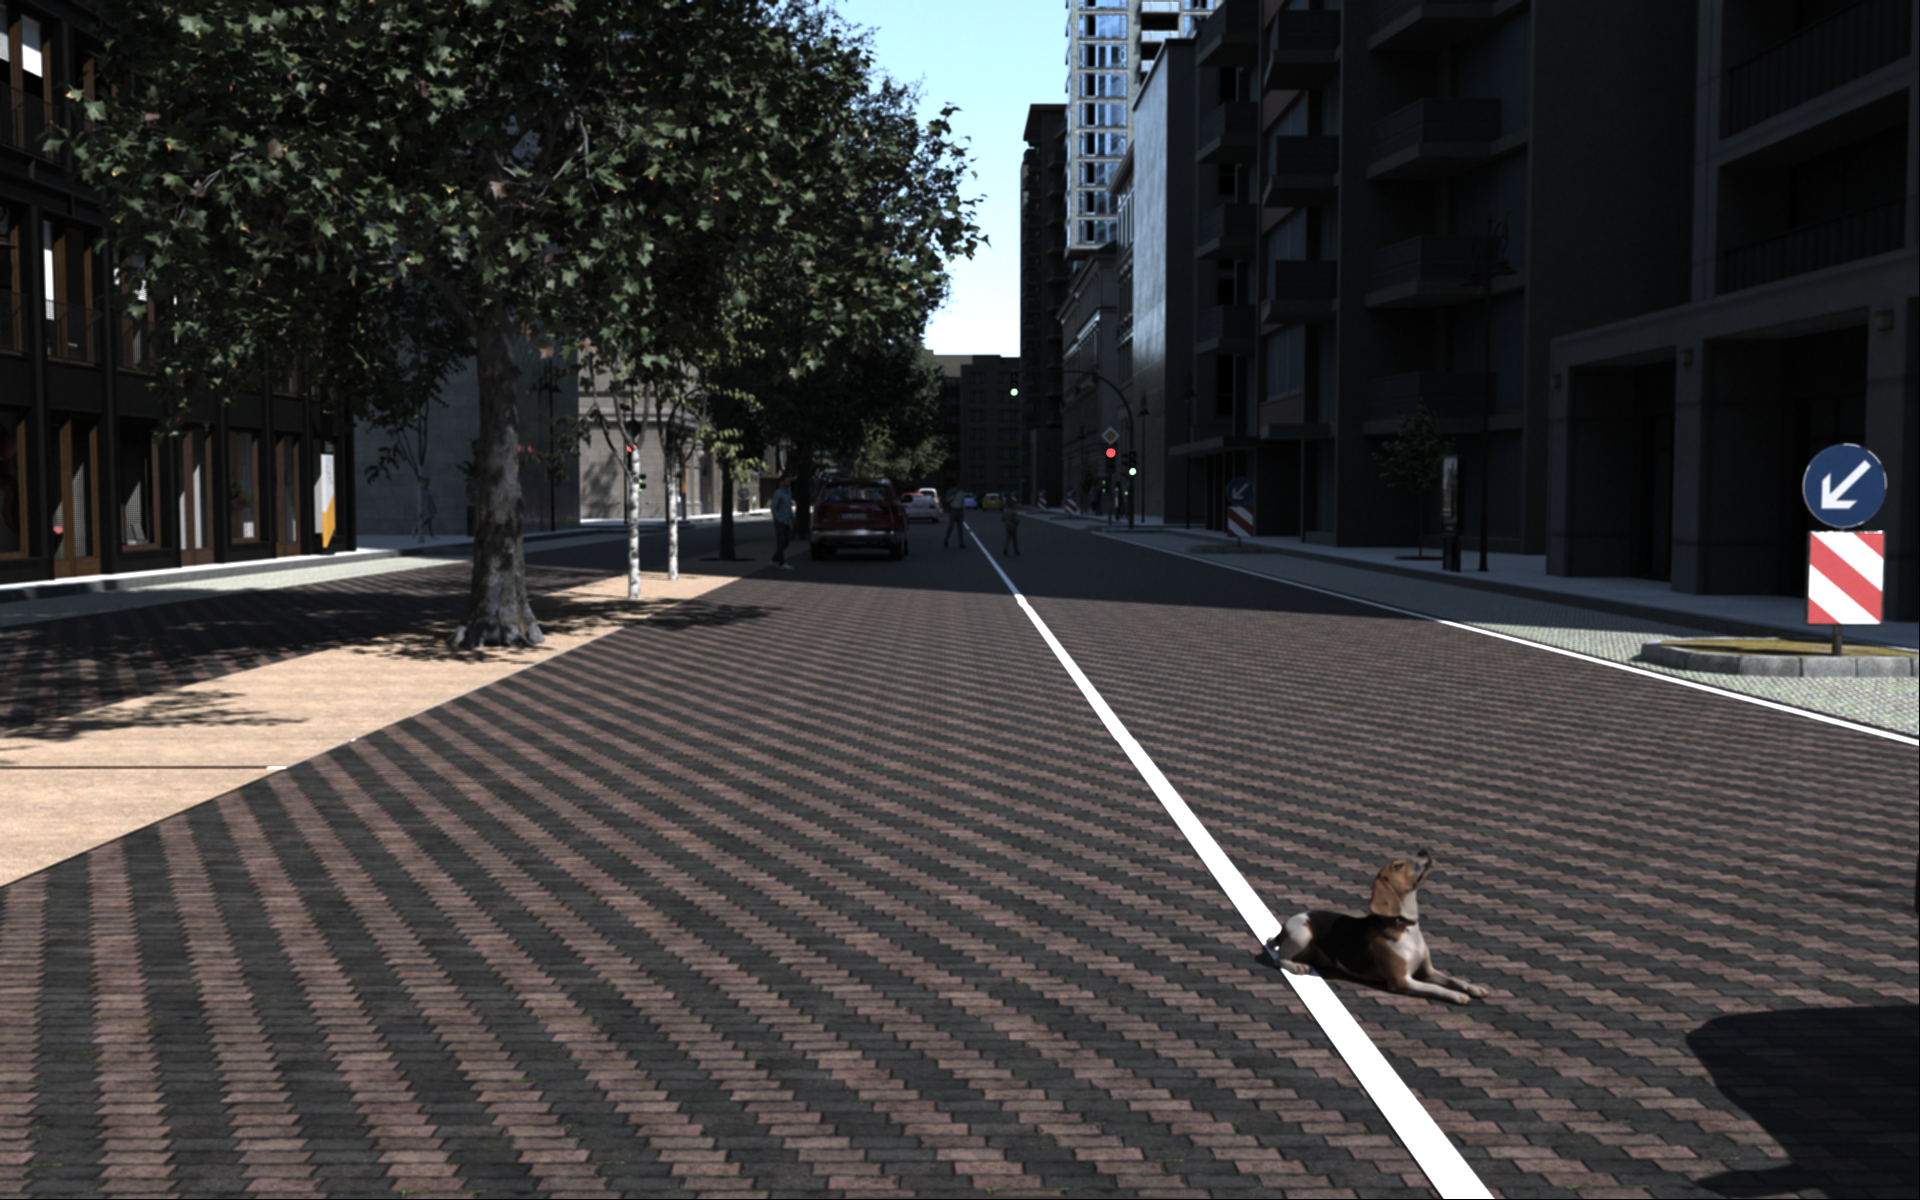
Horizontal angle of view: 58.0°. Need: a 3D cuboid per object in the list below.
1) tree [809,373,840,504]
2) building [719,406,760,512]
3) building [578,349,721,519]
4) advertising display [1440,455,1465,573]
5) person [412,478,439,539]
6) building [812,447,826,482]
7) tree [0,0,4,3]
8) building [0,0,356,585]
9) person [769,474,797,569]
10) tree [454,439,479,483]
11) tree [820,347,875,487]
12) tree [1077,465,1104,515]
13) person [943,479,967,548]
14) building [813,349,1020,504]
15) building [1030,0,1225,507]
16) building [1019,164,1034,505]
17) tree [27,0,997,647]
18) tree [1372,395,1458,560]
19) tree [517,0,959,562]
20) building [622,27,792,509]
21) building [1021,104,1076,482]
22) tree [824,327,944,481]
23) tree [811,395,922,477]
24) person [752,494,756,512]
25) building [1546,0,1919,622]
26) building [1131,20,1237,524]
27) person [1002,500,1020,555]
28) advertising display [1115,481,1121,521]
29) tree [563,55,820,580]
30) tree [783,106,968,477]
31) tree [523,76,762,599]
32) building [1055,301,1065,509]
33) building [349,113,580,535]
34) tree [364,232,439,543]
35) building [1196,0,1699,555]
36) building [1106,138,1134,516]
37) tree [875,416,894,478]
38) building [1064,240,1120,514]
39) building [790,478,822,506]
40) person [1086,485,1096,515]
[{"bbox_3d":[-5.104,-6.622,61.085,4.360,8.622,3.978,0,3,0],"label":"tree"},{"bbox_3d":[-23.425,-17.904,126.014,16.112,22.955,30.059,0,4,-1],"label":"building"},{"bbox_3d":[-19.606,-14.679,90.911,10.553,20.767,40.483,0,4,-1],"label":"building"},{"bbox_3d":[8.166,-1.438,28.723,0.123,1.923,0.974,0,4,0],"label":"advertising display"},{"bbox_3d":[-15.146,-2.582,49.017,0.760,1.731,0.466,-1,4,-9],"label":"person"},{"bbox_3d":[-30.738,-34.037,211.121,28.867,44.769,22.147,0,4,-1],"label":"building"},{"bbox_3d":[-4.618,-4.790,6.532,9.928,11.665,9.643,0,3,0],"label":"tree"},{"bbox_3d":[-19.609,-12.263,30.184,12.332,23.373,15.834,0,4,-1],"label":"building"},{"bbox_3d":[-3.442,-1.515,33.291,0.620,1.820,0.660,1,4,21],"label":"person"},{"bbox_3d":[-14.247,-3.541,52.496,1.663,3.219,1.824,0,3,0],"label":"tree"},{"bbox_3d":[-4.614,-5.682,45.718,4.737,8.622,4.395,0,3,0],"label":"tree"},{"bbox_3d":[7.828,-6.842,106.476,1.663,3.219,1.824,0,3,0],"label":"tree"},{"bbox_3d":[-0.149,-2.298,46.166,0.679,1.850,0.850,-3,4,-38],"label":"person"},{"bbox_3d":[-5.507,-24.440,244.630,28.899,21.520,27.650,0,4,-1],"label":"building"},{"bbox_3d":[18.614,-51.920,161.557,22.319,86.520,31.000,0,4,-1],"label":"building"},{"bbox_3d":[14.375,-32.524,215.357,14.154,41.232,14.086,0,4,-1],"label":"building"},{"bbox_3d":[-4.414,-5.926,16.353,9.611,12.733,9.660,0,3,0],"label":"tree"},{"bbox_3d":[8.922,-2.409,33.984,1.663,3.219,1.824,0,3,0],"label":"tree"},{"bbox_3d":[-4.943,-7.565,36.509,12.009,13.543,11.850,0,3,0],"label":"tree"},{"bbox_3d":[-26.293,-30.969,160.965,22.147,44.769,28.867,0,4,-1],"label":"building"},{"bbox_3d":[18.178,-32.910,192.706,22.147,44.769,28.867,0,4,-1],"label":"building"},{"bbox_3d":[-5.491,-12.176,108.195,9.857,13.997,8.962,0,3,0],"label":"tree"},{"bbox_3d":[-5.834,-9.946,99.482,8.767,10.594,7.601,0,4,-1],"label":"tree"},{"bbox_3d":[-15.052,-7.117,126.660,0.306,1.304,0.590,0,4,5],"label":"person"},{"bbox_3d":[19.584,-35.280,15.087,20.563,71.187,20.611,0,4,-1],"label":"building"},{"bbox_3d":[23.481,-15.846,78.156,30.058,24.678,14.314,0,4,-1],"label":"building"},{"bbox_3d":[1.188,-1.711,40.746,0.475,1.303,0.640,2,4,28],"label":"person"},{"bbox_3d":[7.603,-4.789,83.518,0.123,1.923,0.974,0,4,-3],"label":"advertising display"},{"bbox_3d":[-4.709,-4.611,28.203,4.737,8.622,4.395,0,3,0],"label":"tree"},{"bbox_3d":[-6.463,-13.492,78.946,12.611,20.169,13.585,0,3,0],"label":"tree"},{"bbox_3d":[-4.454,-4.326,23.549,4.360,8.622,3.978,0,3,0],"label":"tree"},{"bbox_3d":[13.386,-16.677,137.290,10.561,19.102,19.286,0,4,-1],"label":"building"},{"bbox_3d":[-22.584,-12.493,59.015,16.860,20.320,10.420,0,4,-1],"label":"building"},{"bbox_3d":[-14.385,-5.810,45.351,4.360,8.622,3.978,0,3,0],"label":"tree"},{"bbox_3d":[18.564,-24.094,48.563,22.147,44.769,28.867,0,4,-1],"label":"building"},{"bbox_3d":[14.645,-16.458,97.971,11.050,23.489,19.941,0,4,-1],"label":"building"},{"bbox_3d":[-5.456,-8.272,88.066,4.737,8.622,4.395,0,3,0],"label":"tree"},{"bbox_3d":[13.278,-15.499,118.038,10.561,19.102,19.286,0,4,-1],"label":"building"},{"bbox_3d":[-31.408,-30.314,187.518,32.217,40.220,23.993,0,4,-1],"label":"building"},{"bbox_3d":[7.976,-6.029,104.803,0.709,1.800,0.728,-1,4,-13],"label":"person"}]
